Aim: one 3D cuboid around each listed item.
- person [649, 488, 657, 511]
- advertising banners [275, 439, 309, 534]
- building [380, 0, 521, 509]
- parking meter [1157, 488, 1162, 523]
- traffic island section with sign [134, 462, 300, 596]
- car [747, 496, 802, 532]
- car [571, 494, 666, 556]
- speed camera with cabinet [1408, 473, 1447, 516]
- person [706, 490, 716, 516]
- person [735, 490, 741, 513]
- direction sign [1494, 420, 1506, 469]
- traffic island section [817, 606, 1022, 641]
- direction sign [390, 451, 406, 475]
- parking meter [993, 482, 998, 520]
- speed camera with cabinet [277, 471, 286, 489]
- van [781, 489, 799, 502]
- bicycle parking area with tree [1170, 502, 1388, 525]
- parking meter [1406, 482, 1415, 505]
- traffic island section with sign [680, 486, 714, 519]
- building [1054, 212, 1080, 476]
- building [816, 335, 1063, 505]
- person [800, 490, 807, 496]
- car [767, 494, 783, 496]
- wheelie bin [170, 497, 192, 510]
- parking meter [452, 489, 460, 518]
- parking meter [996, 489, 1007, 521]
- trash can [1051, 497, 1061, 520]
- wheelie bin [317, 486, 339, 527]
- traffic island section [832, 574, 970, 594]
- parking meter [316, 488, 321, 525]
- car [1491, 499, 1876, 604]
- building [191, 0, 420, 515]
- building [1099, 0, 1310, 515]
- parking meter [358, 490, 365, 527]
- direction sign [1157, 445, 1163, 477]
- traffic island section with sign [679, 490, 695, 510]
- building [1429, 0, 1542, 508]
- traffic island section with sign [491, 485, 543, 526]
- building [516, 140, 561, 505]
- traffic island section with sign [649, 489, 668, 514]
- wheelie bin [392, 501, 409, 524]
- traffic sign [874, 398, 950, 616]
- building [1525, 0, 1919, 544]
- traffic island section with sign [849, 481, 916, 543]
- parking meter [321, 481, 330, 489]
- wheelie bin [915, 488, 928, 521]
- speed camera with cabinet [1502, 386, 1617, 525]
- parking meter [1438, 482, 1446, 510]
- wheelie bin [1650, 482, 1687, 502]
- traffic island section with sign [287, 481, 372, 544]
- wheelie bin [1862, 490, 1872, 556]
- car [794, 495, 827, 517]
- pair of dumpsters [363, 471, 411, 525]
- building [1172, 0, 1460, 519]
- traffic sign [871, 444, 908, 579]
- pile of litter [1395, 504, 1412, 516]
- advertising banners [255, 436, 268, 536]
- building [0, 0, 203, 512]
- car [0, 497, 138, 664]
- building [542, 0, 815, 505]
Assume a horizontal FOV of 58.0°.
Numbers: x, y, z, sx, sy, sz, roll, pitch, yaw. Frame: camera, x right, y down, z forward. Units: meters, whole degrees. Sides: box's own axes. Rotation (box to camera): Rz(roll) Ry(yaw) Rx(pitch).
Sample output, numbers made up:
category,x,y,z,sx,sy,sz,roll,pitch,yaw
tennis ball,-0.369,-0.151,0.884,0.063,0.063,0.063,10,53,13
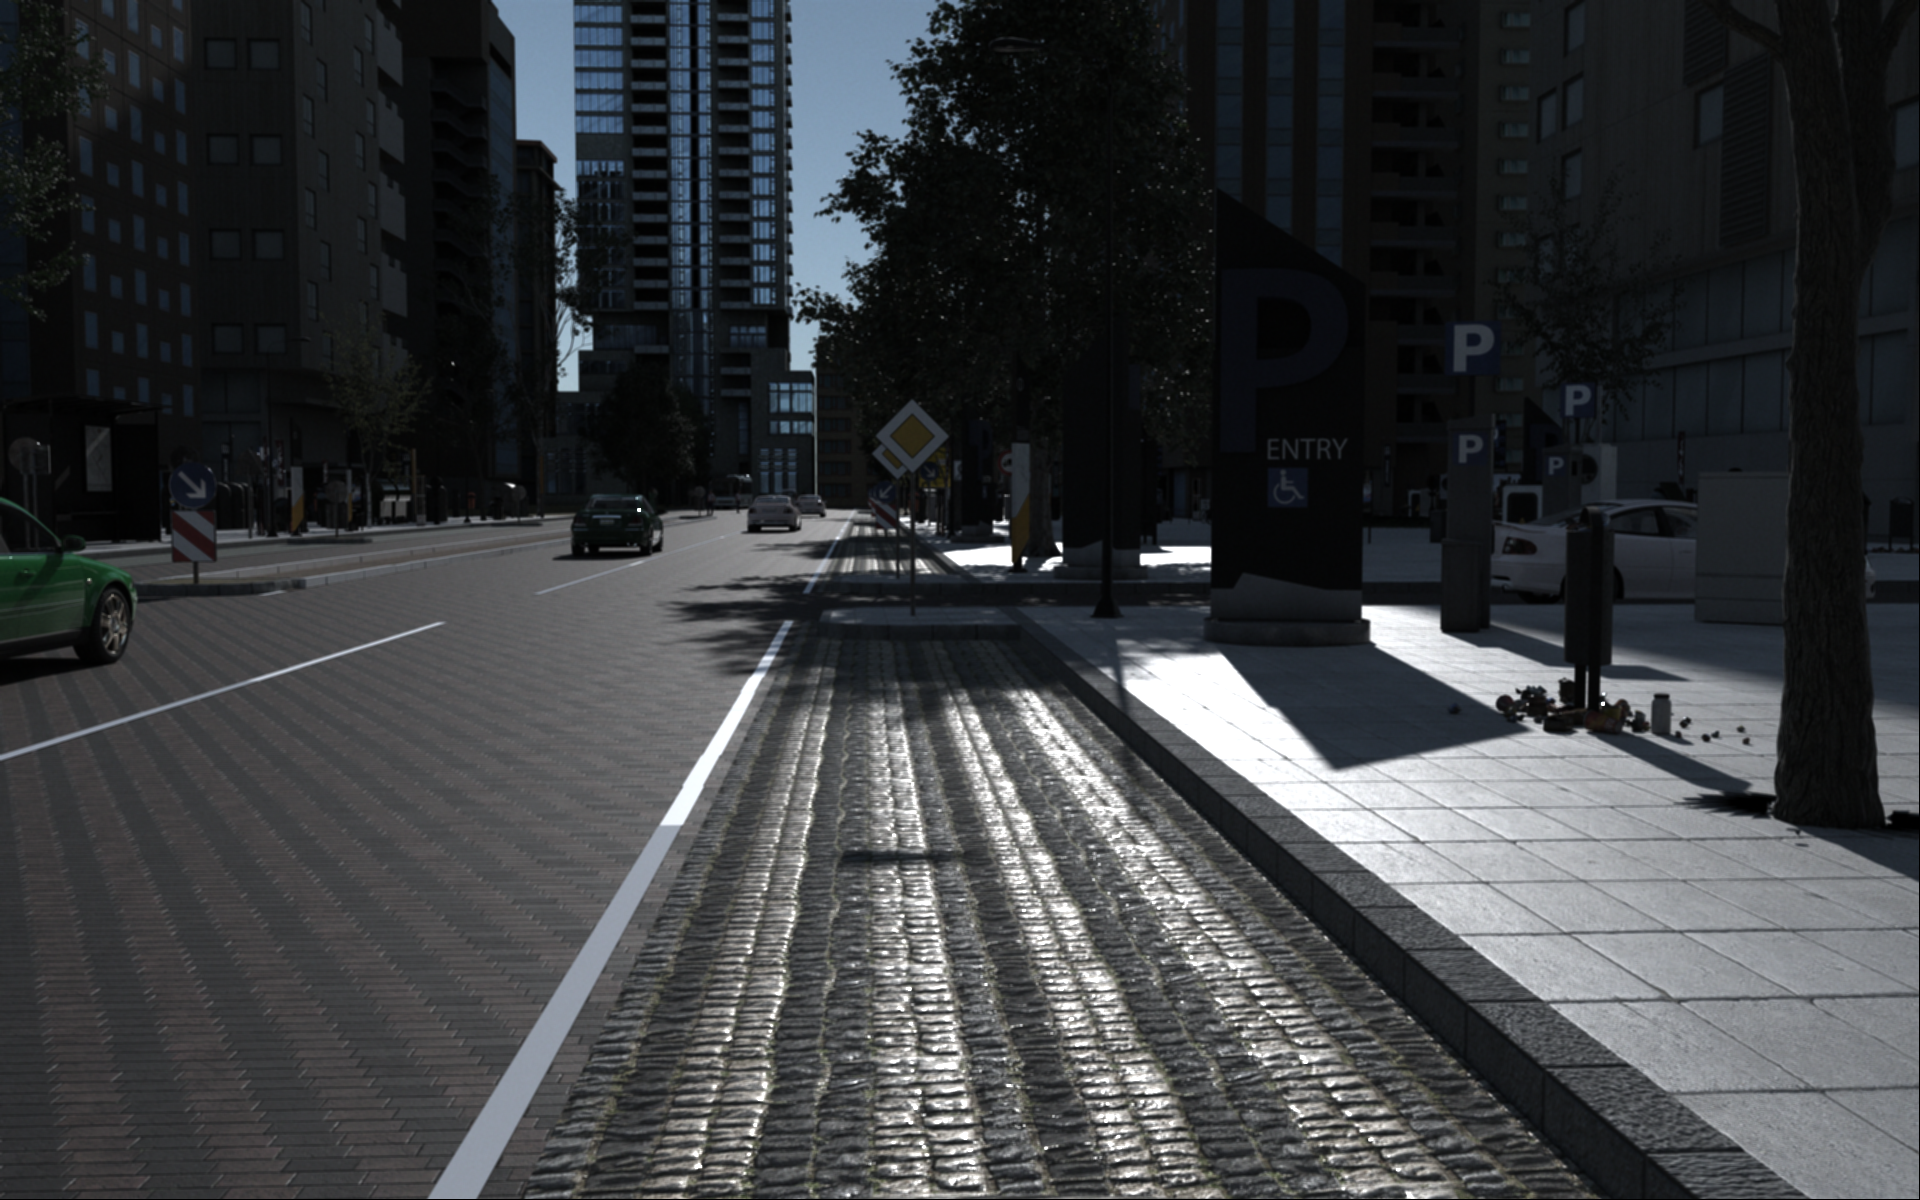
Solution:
category,x,y,z,sx,sy,sz,roll,pitch,yaw
person,-17.462,-5.466,98.113,0.529,1.795,0.600,-3,4,-36
advertising banners,-21.762,-3.683,56.407,0.090,3.025,2.074,0,4,6
building,-47.770,-30.800,153.697,14.200,45.320,14.600,0,4,-3
parking meter,8.686,-4.130,75.942,0.372,1.533,0.369,0,3,0
traffic island section with sign,-10.971,-1.053,25.349,2.006,1.907,1.989,0,4,-3
car,-7.184,-3.351,67.143,2.083,1.381,4.827,0,4,-2
car,-8.198,-1.822,41.595,2.131,1.459,4.920,0,4,-5
speed camera with cabinet,20.932,-5.034,76.637,2.038,3.252,0.660,2,4,26
person,-16.595,-6.464,115.121,0.436,1.711,0.756,-3,5,-42
person,-16.578,-7.370,129.930,0.436,1.711,0.756,2,4,26
direction sign,16.254,-3.737,53.091,0.876,3.537,0.379,1,4,19
traffic island section,-0.477,0.245,18.273,2.009,0.180,2.903,0,4,-3
direction sign,-29.514,-6.059,91.059,0.876,3.537,0.379,0,4,-1
parking meter,1.702,-4.913,86.030,0.255,1.863,0.399,1,4,20
speed camera with cabinet,-26.924,-4.566,68.990,0.660,3.252,2.038,0,4,6
van,-15.573,-9.264,158.485,2.013,2.044,4.112,0,4,-3
bicycle parking area with tree,13.479,-5.283,73.384,8.231,4.147,9.016,0,4,-6
parking meter,25.944,-5.770,100.053,0.399,1.863,0.255,2,4,33
traffic island section with sign,-15.153,-5.641,100.371,2.006,1.907,1.989,0,4,-3
building,25.504,-38.233,214.347,27.495,52.752,28.713,0,4,-3
building,-2.807,-22.494,212.812,28.899,21.520,27.650,0,4,-3
person,-15.083,-9.695,167.044,1.348,1.821,0.705,1,4,23
car,-14.871,-7.800,139.332,2.131,1.459,4.920,0,4,-3
wheelie bin,-26.310,-3.113,58.810,0.693,1.594,0.980,2,4,23
parking meter,-27.416,-5.248,94.215,0.372,1.533,0.369,0,3,0
parking meter,1.865,-4.488,81.785,0.372,1.533,0.369,0,3,0
trash can,4.590,-4.459,84.552,0.748,1.137,0.748,0,3,0
wheelie bin,-24.389,-3.606,66.865,0.693,1.594,0.980,0,4,6
traffic island section,-0.920,-0.242,26.245,2.009,0.180,2.903,0,4,-3
parking meter,-26.514,-3.884,71.920,0.372,1.533,0.369,0,3,0
car,8.860,-0.566,21.610,4.827,1.381,2.083,0,4,-2
building,-52.275,-31.943,111.507,28.713,52.752,27.495,0,4,-3
building,16.780,-29.306,129.264,14.600,45.320,14.200,0,4,-3
parking meter,-23.608,-3.654,68.150,0.372,1.533,0.369,0,3,0
direction sign,9.080,-5.422,80.641,0.379,3.537,0.876,-3,5,-41
traffic island section with sign,-24.015,-8.943,154.849,1.989,1.847,2.006,0,4,-3
building,52.990,-32.518,155.377,21.600,48.544,21.300,0,4,-3
traffic island section with sign,-19.695,-4.192,77.159,1.989,1.847,2.006,0,4,-3
building,-63.210,-33.789,207.068,28.867,44.769,22.147,0,4,-3
traffic island section with sign,-22.466,-7.238,126.973,1.989,1.847,2.006,0,4,-3
wheelie bin,-24.455,-4.137,75.553,0.980,1.594,0.693,3,5,39
traffic sign,-0.500,-0.890,18.194,0.795,2.450,0.064,0,4,-3
building,35.879,-28.453,54.440,27.495,52.752,28.713,0,4,-3
traffic island section with sign,-2.324,-2.628,51.601,1.989,1.847,2.006,0,4,-3
parking meter,-28.546,-4.417,77.928,0.399,1.863,0.255,-2,4,-28
wheelie bin,-1.993,-4.617,83.393,0.693,1.594,0.980,-3,4,-38
speed camera with cabinet,11.101,-2.312,32.139,0.660,3.252,2.038,-3,4,-38
parking meter,24.243,-4.977,87.087,0.255,1.863,0.399,-1,4,-18
wheelie bin,18.519,-2.292,45.375,0.980,1.594,0.693,-2,4,-29
traffic island section with sign,-18.202,-2.545,50.245,1.989,1.847,2.006,0,4,-3
wheelie bin,18.005,-1.656,34.983,0.693,1.594,0.980,2,4,26
car,-9.320,-5.837,107.802,2.083,1.381,4.827,0,4,-3
pair of dumpsters,-24.335,-4.287,72.590,1.574,2.255,4.437,0,4,-3
building,17.941,-27.197,94.783,14.600,45.320,14.200,0,4,-3
traffic sign,-0.943,-1.378,26.167,0.795,2.450,0.064,0,4,-3
pile of litter,18.940,-3.689,74.280,1.176,0.858,1.719,-2,4,-23
advertising banners,-21.404,-3.479,53.076,0.090,3.025,2.074,-2,4,-31
building,-45.286,-26.298,80.083,14.600,45.320,14.200,0,4,-3
car,-7.954,-0.269,13.196,1.959,1.807,4.718,0,4,-2
building,-33.122,-54.672,206.562,31.000,86.520,22.319,0,4,-3
